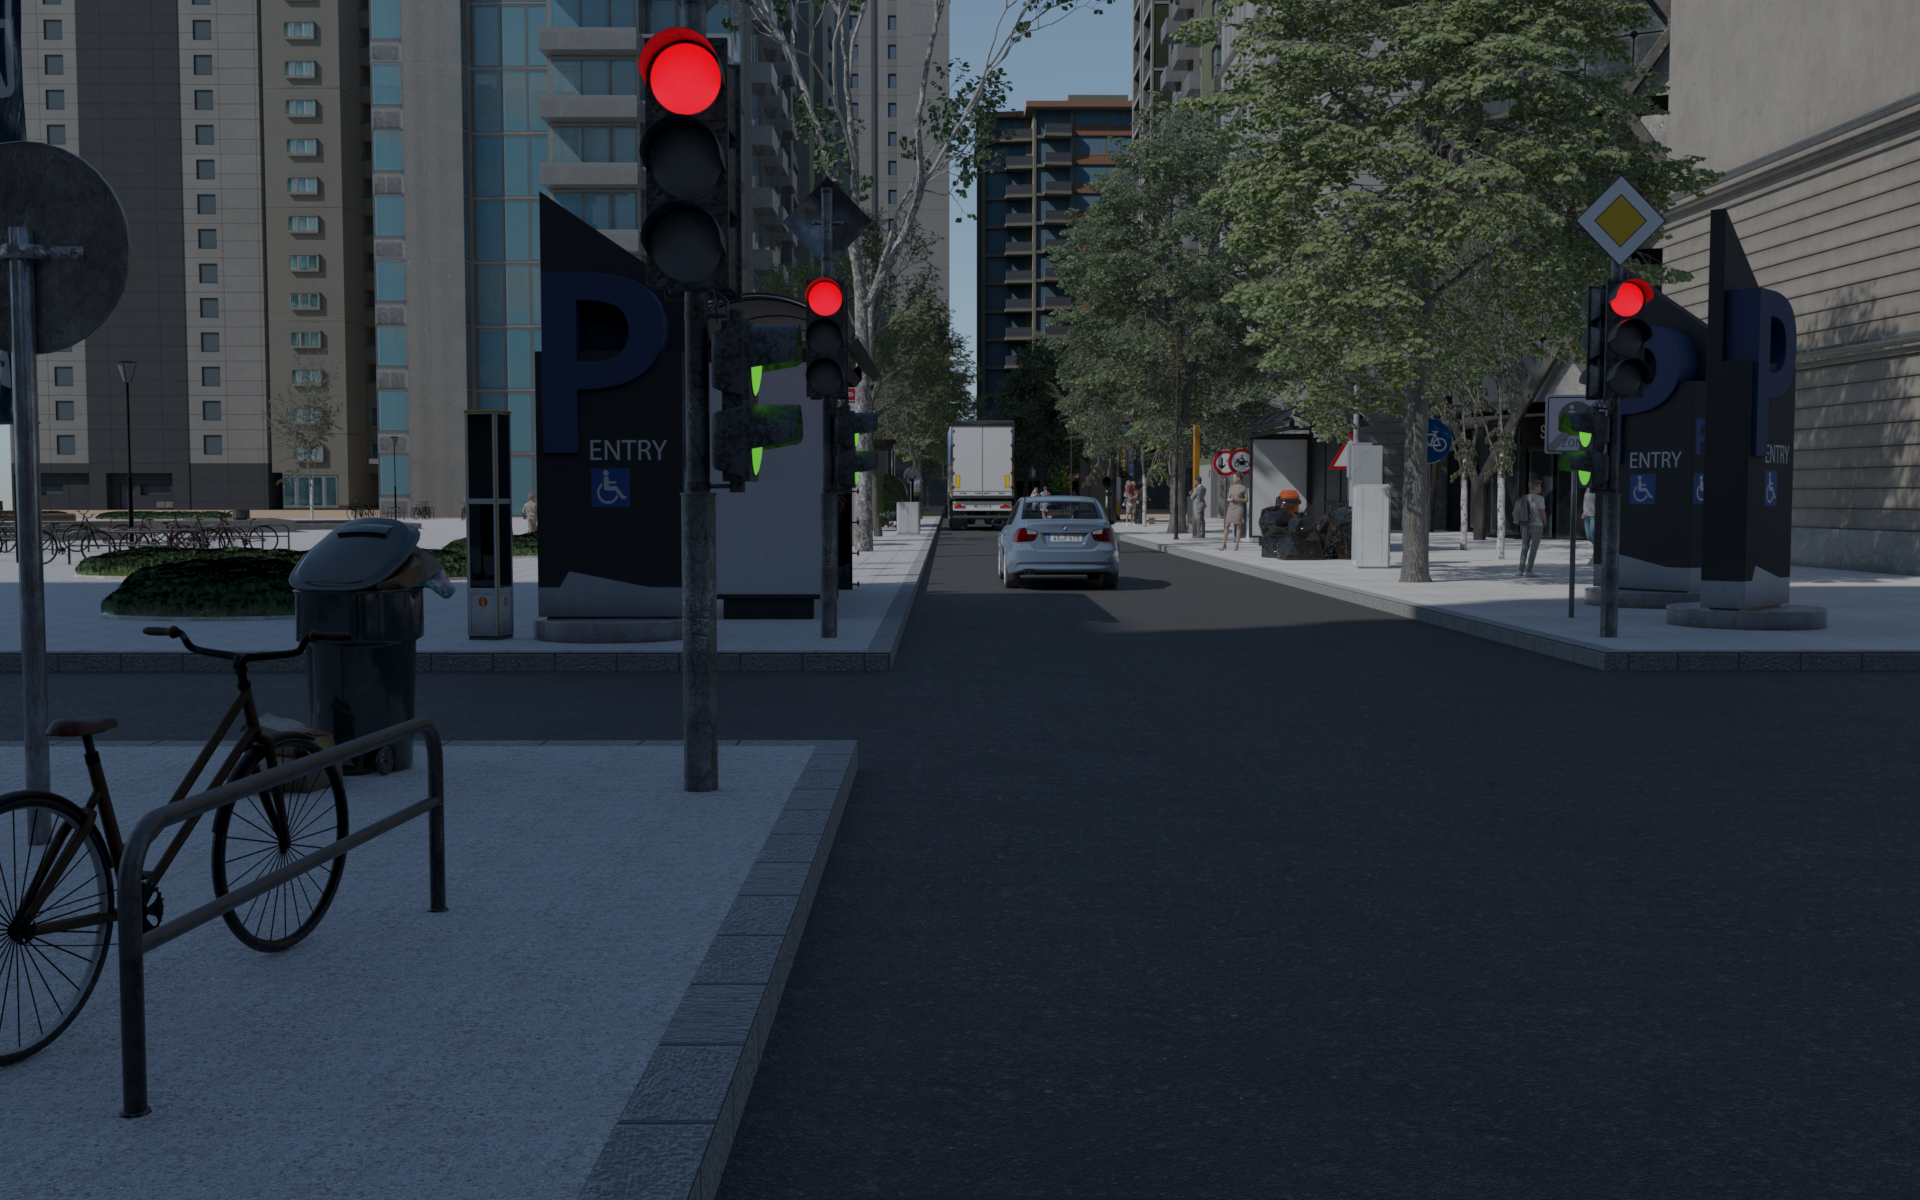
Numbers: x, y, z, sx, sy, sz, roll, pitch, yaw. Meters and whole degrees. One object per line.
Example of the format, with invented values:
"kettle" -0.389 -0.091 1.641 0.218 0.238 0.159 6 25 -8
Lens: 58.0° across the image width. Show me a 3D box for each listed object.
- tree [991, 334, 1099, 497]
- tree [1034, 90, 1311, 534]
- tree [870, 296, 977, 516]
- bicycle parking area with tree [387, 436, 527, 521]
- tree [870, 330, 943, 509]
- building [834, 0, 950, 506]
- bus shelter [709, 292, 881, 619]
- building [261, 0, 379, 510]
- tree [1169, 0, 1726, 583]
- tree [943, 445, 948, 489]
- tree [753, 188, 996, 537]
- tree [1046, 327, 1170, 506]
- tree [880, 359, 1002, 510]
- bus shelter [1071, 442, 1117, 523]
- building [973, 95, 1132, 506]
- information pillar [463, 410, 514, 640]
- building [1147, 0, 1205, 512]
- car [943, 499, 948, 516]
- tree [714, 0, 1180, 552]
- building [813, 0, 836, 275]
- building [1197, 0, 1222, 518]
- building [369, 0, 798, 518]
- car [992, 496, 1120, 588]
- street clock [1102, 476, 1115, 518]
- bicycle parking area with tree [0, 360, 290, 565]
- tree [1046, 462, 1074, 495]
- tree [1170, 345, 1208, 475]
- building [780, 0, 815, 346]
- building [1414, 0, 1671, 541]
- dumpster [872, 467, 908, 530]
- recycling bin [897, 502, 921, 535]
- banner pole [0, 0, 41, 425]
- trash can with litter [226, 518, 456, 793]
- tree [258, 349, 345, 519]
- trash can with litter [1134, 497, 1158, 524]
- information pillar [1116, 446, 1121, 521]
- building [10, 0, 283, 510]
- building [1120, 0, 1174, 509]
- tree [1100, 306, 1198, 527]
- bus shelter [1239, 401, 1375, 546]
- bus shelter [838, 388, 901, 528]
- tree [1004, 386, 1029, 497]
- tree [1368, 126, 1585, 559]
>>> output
"tree" 5.988 -12.624 123.406 9.611 12.733 9.660 0 3 0
"tree" 7.212 -9.151 56.275 9.857 13.997 8.962 0 3 0
"tree" -2.694 -11.070 99.128 7.486 12.596 7.792 0 3 0
"bicycle parking area with tree" -25.604 -6.059 86.067 8.231 4.147 9.016 1 4 15
"tree" -3.171 -7.817 78.172 4.360 8.622 3.978 0 3 0
"building" -15.163 -39.744 191.808 28.212 58.520 21.231 0 4 0
"bus shelter" -2.041 -1.606 20.188 2.014 3.302 5.546 0 4 0
"building" -44.258 -31.997 146.847 21.600 48.544 21.300 0 4 0
"tree" 6.748 -6.505 24.476 7.486 12.596 7.792 0 3 0
"tree" -3.055 -12.345 152.209 4.360 8.622 3.978 0 3 0
"tree" -2.812 -7.192 51.994 7.601 10.594 8.767 0 4 2
"tree" 6.079 -7.553 73.848 4.360 8.622 3.978 0 3 0
"tree" -2.891 -13.783 135.719 12.009 13.543 11.850 0 3 0
"bus shelter" 6.242 -5.463 80.606 1.731 3.624 6.357 0 4 0
"building" 14.353 -32.927 192.977 28.867 44.769 22.147 0 4 0
"information pillar" -4.154 -0.660 15.285 0.304 2.012 0.304 1 4 11
"building" 26.179 -30.751 122.386 23.786 49.044 30.456 0 4 0
"car" -0.115 -6.382 114.131 2.009 1.686 4.222 0 4 -2
"tree" -0.885 -11.098 37.348 12.611 20.169 13.585 0 3 0
"building" -21.796 -32.024 147.298 21.600 48.544 21.300 0 4 0
"building" 20.557 -20.070 99.848 14.160 30.474 14.107 0 4 0
"building" -21.757 -29.716 105.472 23.786 49.044 30.456 0 4 0
"car" 1.526 -0.957 27.648 2.014 1.417 4.499 0 4 0
"street clock" 6.001 -4.010 70.132 0.471 2.002 0.358 3 5 42
"bicycle parking area with tree" -17.897 -2.924 34.812 9.016 4.147 8.231 1 4 9
"tree" 6.210 -6.695 104.061 1.663 3.219 1.824 0 3 0
"tree" 9.738 -7.930 80.025 4.360 8.622 3.978 0 3 0
"building" -18.250 -27.178 127.962 14.154 41.232 14.086 0 4 0
"building" 22.219 -11.270 51.714 16.820 18.784 16.811 0 4 0
"dumpster" -2.619 -3.581 61.040 1.502 2.255 1.985 0 4 0
"recycling bin" -1.628 -2.599 55.052 0.722 1.027 0.722 0 4 1
"banner pole" -4.400 -1.081 7.693 0.863 3.779 0.401 2 4 23
"trash can with litter" -2.784 0.219 7.805 0.624 1.170 1.055 1 4 12
"tree" -32.912 -8.385 87.464 4.360 8.622 3.978 0 3 0
"trash can with litter" 7.871 -3.805 73.591 1.055 1.170 0.624 0 4 8
"information pillar" 7.579 -5.661 83.908 0.504 3.616 0.183 3 5 44
"building" -65.434 -43.304 146.269 20.611 71.187 20.563 0 4 0
"building" 23.712 -43.360 147.181 20.563 71.187 20.611 0 4 0
"tree" 7.334 -7.107 66.555 4.737 8.622 4.395 0 3 0
"bus shelter" 7.922 -2.827 40.153 2.014 3.302 5.546 0 4 0
"bus shelter" -3.503 -5.491 67.414 2.179 5.291 8.768 0 4 -1
"tree" 6.419 -15.745 167.799 12.009 13.543 11.850 0 3 0
"tree" 10.403 -5.105 33.822 4.360 8.622 3.978 0 3 0
